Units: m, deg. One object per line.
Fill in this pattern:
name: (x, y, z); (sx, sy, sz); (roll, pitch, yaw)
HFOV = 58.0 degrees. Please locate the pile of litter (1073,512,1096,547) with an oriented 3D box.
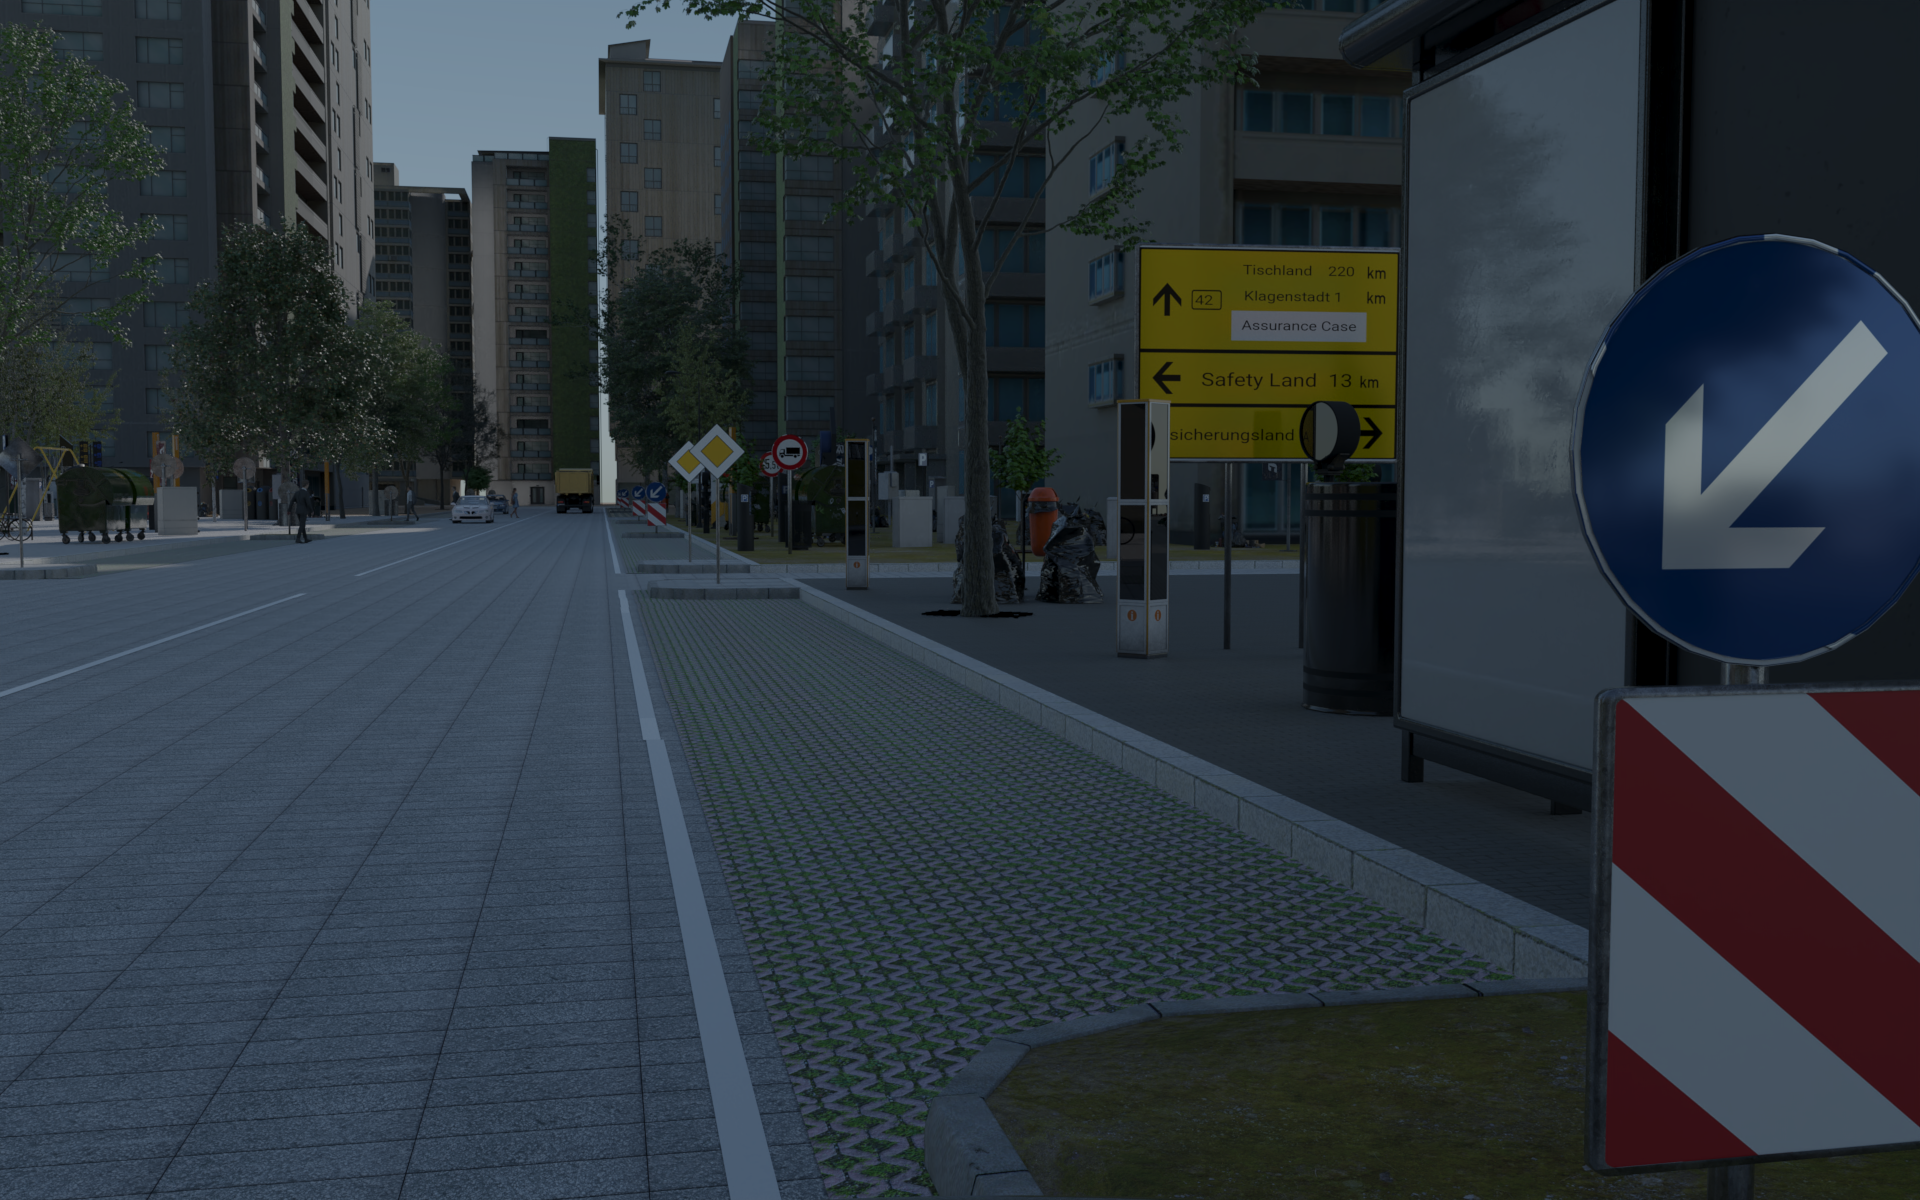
pile of litter: (2.613, -1.635, 40.697); (1.176, 0.858, 1.719); (2, 4, 32)

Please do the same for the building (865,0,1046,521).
building: (6.957, -29.108, 95.532); (23.786, 49.044, 30.456); (-1, 4, -12)

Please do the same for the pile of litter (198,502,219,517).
pile of litter: (-41.786, -5.041, 96.386); (1.176, 0.858, 1.719); (0, 4, 5)

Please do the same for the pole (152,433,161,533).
pole: (-26.627, -3.889, 57.432); (0.158, 3.312, 0.155); (0, 3, 0)

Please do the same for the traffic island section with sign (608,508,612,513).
traffic island section with sign: (-25.721, -7.561, 132.247); (1.989, 1.847, 2.006); (-1, 4, -12)

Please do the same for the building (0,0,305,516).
building: (-49.409, -25.886, 106.825); (14.154, 41.232, 14.086); (-1, 4, -12)

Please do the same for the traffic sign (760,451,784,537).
traffic sign: (-5.615, -3.160, 51.776); (0.768, 2.556, 0.104); (-1, 4, -8)

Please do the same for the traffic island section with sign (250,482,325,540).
traffic island section with sign: (-21.099, -2.801, 54.420); (1.989, 1.847, 2.006); (-1, 4, -12)

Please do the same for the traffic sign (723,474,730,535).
traffic sign: (-7.126, -3.274, 53.630); (0.768, 2.556, 0.104); (0, 4, -4)

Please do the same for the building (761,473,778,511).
building: (0.340, -27.291, 138.083); (32.217, 40.220, 23.993); (-1, 4, -12)

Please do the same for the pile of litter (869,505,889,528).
pile of litter: (-3.433, -3.196, 66.215); (1.719, 0.858, 1.176); (-2, 4, -27)

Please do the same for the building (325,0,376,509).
building: (-66.268, -34.351, 150.873); (27.495, 52.752, 28.713); (-1, 4, -12)

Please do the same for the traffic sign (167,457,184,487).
traffic sign: (-26.785, -3.596, 58.896); (0.768, 2.556, 0.104); (-1, 4, -10)

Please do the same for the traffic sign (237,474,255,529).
traffic sign: (-25.928, -3.719, 62.929); (0.606, 2.300, 0.079); (0, 4, -5)

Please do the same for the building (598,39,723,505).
building: (-29.786, -38.055, 211.444); (27.495, 52.752, 28.713); (-1, 4, -12)

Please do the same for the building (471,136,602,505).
building: (-48.889, -31.624, 200.642); (14.086, 41.232, 14.154); (-1, 4, -12)

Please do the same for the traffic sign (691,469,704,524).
traffic sign: (-10.328, -4.035, 68.102); (0.606, 2.300, 0.079); (0, 4, -2)

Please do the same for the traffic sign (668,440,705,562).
traffic sign: (-5.080, -1.766, 32.521); (0.795, 2.450, 0.064); (-1, 4, -12)

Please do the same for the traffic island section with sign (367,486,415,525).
traffic island section with sign: (-26.670, -4.444, 81.281); (1.989, 1.847, 2.006); (-1, 4, -12)

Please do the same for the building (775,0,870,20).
building: (-5.570, -26.524, 117.268); (14.154, 41.232, 14.086); (-1, 4, -12)

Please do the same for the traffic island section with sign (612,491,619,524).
traffic island section with sign: (-15.560, -4.563, 83.230); (1.989, 1.847, 2.006); (-1, 4, -12)

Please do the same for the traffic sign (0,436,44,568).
traffic sign: (-16.389, -1.625, 30.206); (0.795, 2.450, 0.064); (-1, 4, -12)

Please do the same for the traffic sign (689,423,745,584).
traffic sign: (-3.459, -1.288, 24.702); (0.795, 2.450, 0.064); (-1, 4, -12)

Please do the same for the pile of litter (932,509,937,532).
pile of litter: (-0.777, -2.747, 58.883); (1.176, 0.858, 1.719); (-1, 4, -13)

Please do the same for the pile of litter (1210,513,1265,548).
pile of litter: (6.690, -1.708, 41.889); (1.176, 0.858, 1.719); (-1, 4, -12)

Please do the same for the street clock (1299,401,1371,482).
street clock: (2.877, -0.548, 13.531); (0.358, 2.002, 0.471); (-2, 4, -28)

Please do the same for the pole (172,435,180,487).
pole: (-27.098, -4.041, 59.913); (0.158, 3.312, 0.155); (0, 3, 0)

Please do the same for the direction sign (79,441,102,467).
direction sign: (-37.365, -5.047, 74.518); (0.876, 3.537, 0.379); (-3, 5, -41)

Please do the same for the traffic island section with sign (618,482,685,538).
traffic island section with sign: (-10.093, -2.948, 56.833); (1.989, 1.847, 2.006); (-1, 4, -12)

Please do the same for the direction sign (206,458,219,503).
direction sign: (-42.910, -6.571, 99.440); (0.876, 3.537, 0.379); (1, 4, 18)

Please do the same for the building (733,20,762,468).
building: (-13.166, -28.812, 154.669); (14.154, 41.232, 14.086); (-1, 4, -12)

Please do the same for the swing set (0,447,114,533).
swing set: (-30.526, -3.711, 58.300); (2.862, 2.851, 3.119); (-1, 4, -9)

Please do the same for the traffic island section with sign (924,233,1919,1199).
traffic island section with sign: (0.984, 0.319, 3.406); (1.989, 1.847, 2.006); (-1, 4, -12)

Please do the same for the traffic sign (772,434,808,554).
traffic sign: (-3.623, -2.249, 36.871); (0.768, 2.556, 0.104); (-1, 4, -11)

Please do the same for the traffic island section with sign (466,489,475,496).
traffic island section with sign: (-36.932, -7.474, 130.825); (1.989, 1.847, 2.006); (-1, 4, -12)

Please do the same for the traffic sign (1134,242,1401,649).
traffic sign: (2.530, -1.247, 14.262); (2.265, 3.308, 0.079); (0, 4, -8)

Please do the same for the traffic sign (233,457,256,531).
traffic sign: (-24.756, -3.660, 59.944); (0.768, 2.556, 0.104); (0, 4, -5)

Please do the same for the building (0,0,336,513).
building: (-57.654, -30.543, 123.085); (21.300, 48.544, 21.600); (-1, 4, -12)

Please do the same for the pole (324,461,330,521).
pole: (-30.062, -5.407, 82.253); (0.158, 3.312, 0.155); (0, 3, 0)

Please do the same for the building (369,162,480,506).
building: (-69.465, -31.400, 205.270); (23.993, 40.220, 32.217); (-1, 4, -12)

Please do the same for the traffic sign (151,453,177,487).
traffic sign: (-24.880, -3.304, 54.129); (0.768, 2.556, 0.104); (0, 4, -8)

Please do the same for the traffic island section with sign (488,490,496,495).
traffic island section with sign: (-42.481, -9.104, 157.485); (1.989, 1.847, 2.006); (-1, 4, -12)

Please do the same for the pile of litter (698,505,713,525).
pile of litter: (-10.370, -3.486, 70.966); (1.176, 0.858, 1.719); (3, 5, 39)

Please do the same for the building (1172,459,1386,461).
building: (26.966, -19.983, 171.768); (28.899, 21.520, 27.650); (-1, 4, -12)

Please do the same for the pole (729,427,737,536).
pole: (-6.947, -3.616, 52.958); (0.158, 3.312, 0.155); (0, 3, 0)

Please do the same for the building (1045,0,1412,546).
building: (13.969, -26.305, 53.787); (21.600, 48.544, 21.300); (-1, 4, -12)

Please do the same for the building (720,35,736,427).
building: (-15.750, -31.701, 168.425); (14.600, 45.320, 14.200); (-1, 4, -12)
